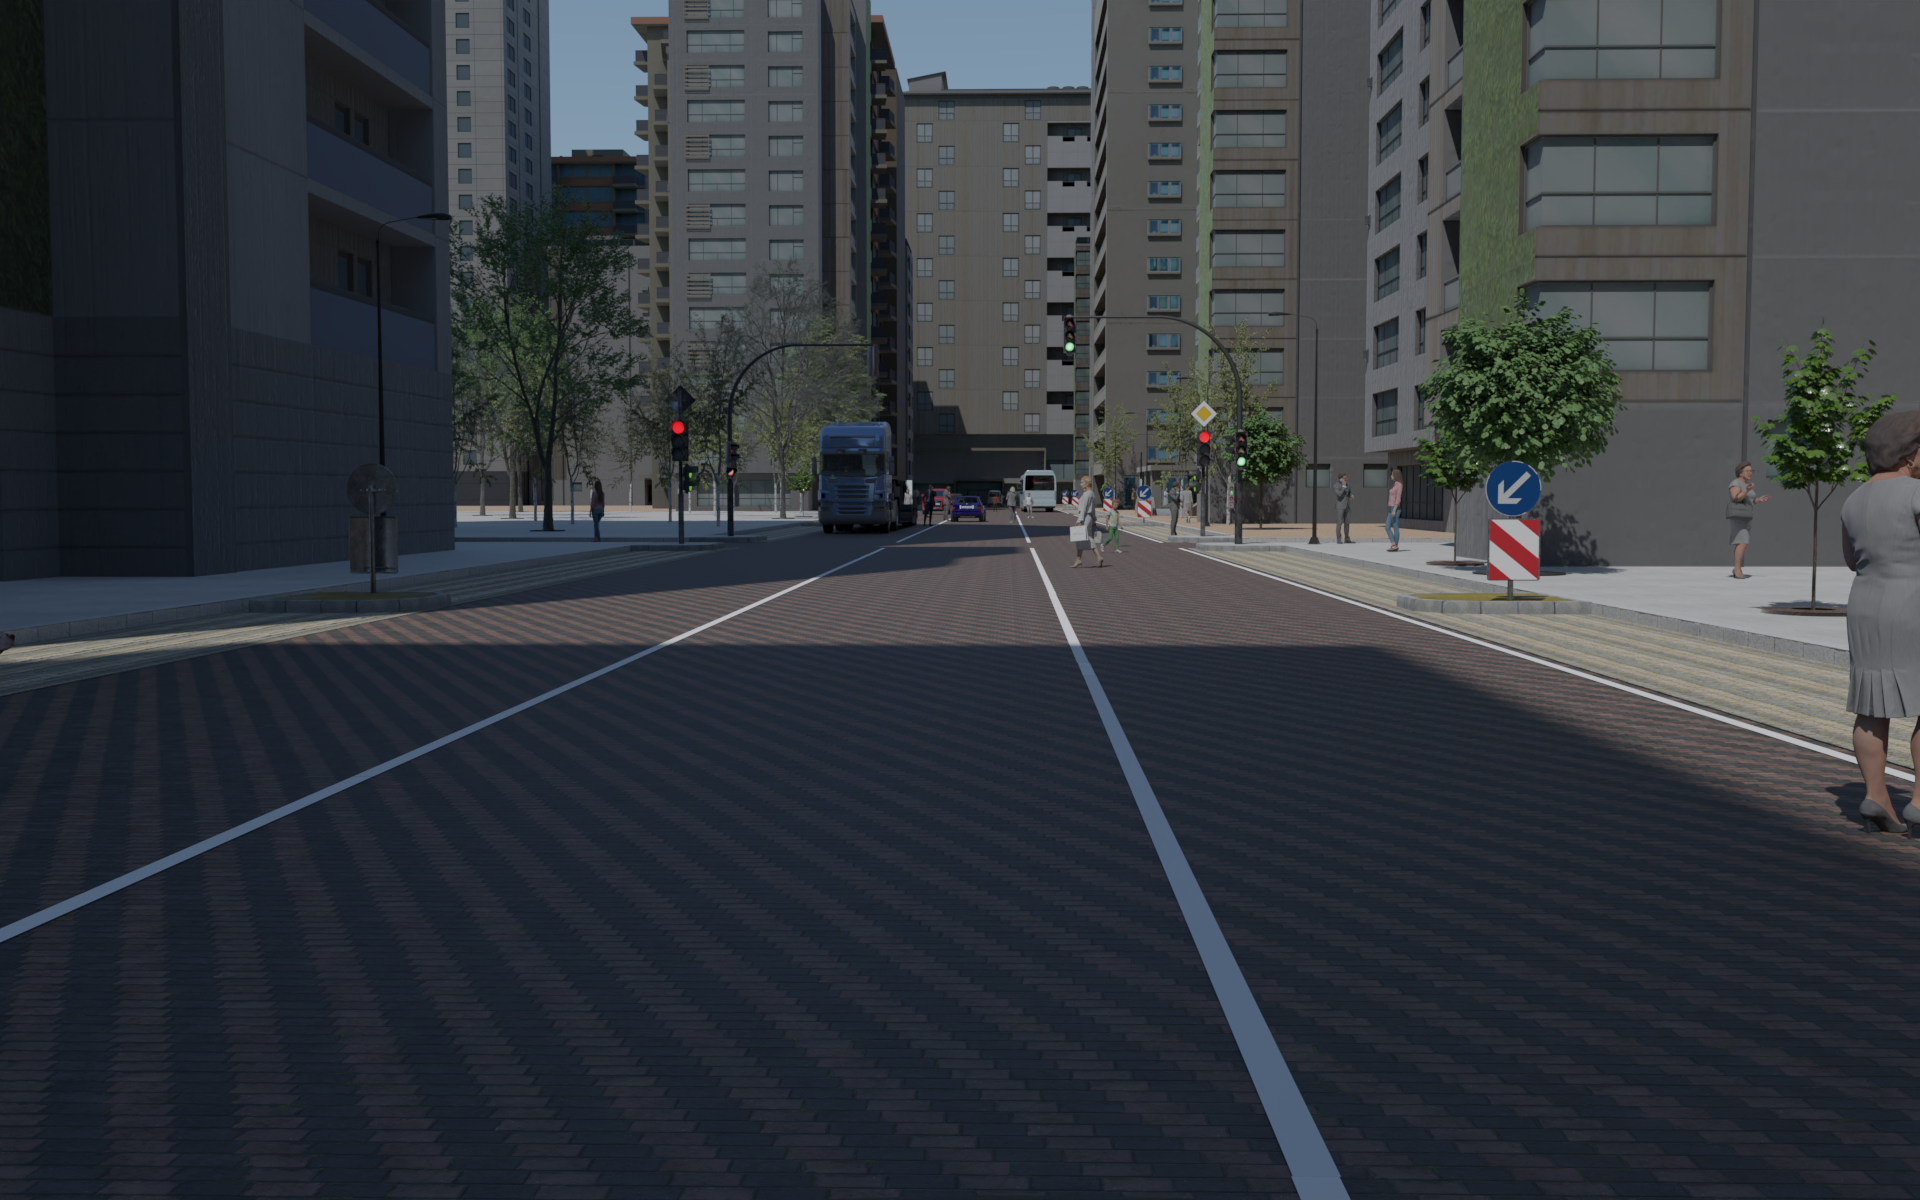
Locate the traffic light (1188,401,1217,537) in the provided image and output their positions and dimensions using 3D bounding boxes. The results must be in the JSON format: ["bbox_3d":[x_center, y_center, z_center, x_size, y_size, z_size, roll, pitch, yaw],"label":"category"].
[{"bbox_3d":[7.307,-3.867,52.149,0.839,4.253,0.868,0,4,2],"label":"traffic light"}]

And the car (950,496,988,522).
[{"bbox_3d":[0.451,-4.738,90.052,1.945,1.354,3.894,0,4,3],"label":"car"}]

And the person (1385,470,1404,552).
[{"bbox_3d":[9.642,-1.983,38.480,0.388,1.821,0.555,0,4,-6],"label":"person"}]

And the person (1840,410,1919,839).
[{"bbox_3d":[4.047,0.101,7.207,0.532,1.782,0.716,-1,4,-16],"label":"person"}]

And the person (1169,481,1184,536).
[{"bbox_3d":[7.178,-2.999,57.341,0.447,1.846,0.655,1,4,20],"label":"person"}]

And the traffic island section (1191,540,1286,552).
[{"bbox_3d":[7.129,-1.346,44.280,2.009,0.180,2.903,0,4,2],"label":"traffic island section"}]

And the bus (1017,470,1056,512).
[{"bbox_3d":[6.263,-8.937,140.983,2.948,3.499,13.247,0,4,1],"label":"bus"}]

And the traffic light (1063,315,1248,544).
[{"bbox_3d":[4.996,-4.246,44.083,4.771,5.953,1.251,0,4,2],"label":"traffic light"}]

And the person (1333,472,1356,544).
[{"bbox_3d":[9.956,-2.376,44.690,0.655,1.846,0.447,-2,4,-34],"label":"person"}]

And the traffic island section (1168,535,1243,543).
[{"bbox_3d":[7.347,-1.834,52.262,2.009,0.180,2.903,0,4,2],"label":"traffic island section"}]

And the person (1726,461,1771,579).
[{"bbox_3d":[11.882,-1.212,26.219,0.716,1.782,0.532,-3,5,-39],"label":"person"}]

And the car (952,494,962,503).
[{"bbox_3d":[-0.496,-8.821,153.018,1.959,1.807,4.718,0,4,1],"label":"car"}]

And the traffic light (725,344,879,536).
[{"bbox_3d":[-4.856,-4.760,52.500,4.771,5.953,1.251,0,4,2],"label":"traffic light"}]

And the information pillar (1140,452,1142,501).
[{"bbox_3d":[9.984,-6.368,95.474,0.183,3.616,0.504,0,4,8],"label":"information pillar"}]

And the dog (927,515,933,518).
[{"bbox_3d":[-1.921,-5.167,104.671,0.748,0.427,0.550,-2,4,-25],"label":"dog"}]

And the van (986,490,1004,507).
[{"bbox_3d":[3.973,-11.582,196.372,2.013,2.044,4.112,0,4,3],"label":"van"}]

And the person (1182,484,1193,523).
[{"bbox_3d":[10.098,-4.274,76.671,0.466,1.731,0.760,-1,4,-16],"label":"person"}]

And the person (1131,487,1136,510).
[{"bbox_3d":[13.657,-7.966,136.380,0.705,1.812,1.348,0,4,3],"label":"person"}]

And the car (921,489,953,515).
[{"bbox_3d":[-1.581,-6.992,123.000,2.281,1.827,5.304,0,4,2],"label":"car"}]

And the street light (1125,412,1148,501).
[{"bbox_3d":[10.013,-7.662,97.823,1.470,5.913,1.316,0,4,2],"label":"street light"}]

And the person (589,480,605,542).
[{"bbox_3d":[-10.371,-2.511,49.560,0.388,1.821,0.555,2,4,27],"label":"person"}]

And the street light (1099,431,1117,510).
[{"bbox_3d":[10.868,-9.461,127.227,1.470,5.913,1.316,0,4,2],"label":"street light"}]

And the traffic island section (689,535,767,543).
[{"bbox_3d":[-6.989,-1.858,52.657,2.009,0.180,2.903,0,4,2],"label":"traffic island section"}]

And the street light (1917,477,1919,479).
[{"bbox_3d":[7.678,-2.579,14.711,1.470,5.913,1.316,0,4,2],"label":"street light"}]

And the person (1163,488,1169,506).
[{"bbox_3d":[15.048,-7.298,125.939,0.524,1.755,0.480,2,4,34],"label":"person"}]

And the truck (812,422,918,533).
[{"bbox_3d":[-3.515,-4.927,70.322,2.967,4.110,18.799,0,4,2],"label":"truck"}]

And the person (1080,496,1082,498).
[{"bbox_3d":[7.428,-5.698,105.902,0.306,1.304,0.590,1,4,9],"label":"person"}]

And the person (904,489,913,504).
[{"bbox_3d":[-3.151,-5.819,104.386,0.466,1.731,0.760,-3,5,-40],"label":"person"}]

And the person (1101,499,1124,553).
[{"bbox_3d":[3.712,-1.807,42.298,0.590,1.304,0.306,3,4,38],"label":"person"}]

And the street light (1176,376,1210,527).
[{"bbox_3d":[9.225,-5.864,68.416,1.470,5.913,1.316,0,4,2],"label":"street light"}]

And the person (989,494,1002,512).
[{"bbox_3d":[2.868,-7.887,140.711,1.065,1.426,0.557,0,4,1],"label":"person"}]

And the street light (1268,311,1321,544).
[{"bbox_3d":[8.516,-4.378,44.115,1.470,5.913,1.316,0,4,2],"label":"street light"}]

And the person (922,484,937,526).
[{"bbox_3d":[-1.355,-4.279,77.818,0.648,1.900,0.474,-1,4,-12],"label":"person"}]

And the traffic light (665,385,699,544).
[{"bbox_3d":[-7.167,-3.402,44.539,0.839,4.253,0.868,0,4,2],"label":"traffic light"}]

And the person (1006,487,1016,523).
[{"bbox_3d":[2.561,-4.769,86.651,0.537,1.800,0.526,-1,4,-10],"label":"person"}]

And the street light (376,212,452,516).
[{"bbox_3d":[-9.075,-3.436,28.728,1.470,5.913,1.316,0,4,2],"label":"street light"}]

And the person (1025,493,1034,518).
[{"bbox_3d":[4.192,-5.670,103.805,0.503,1.515,0.523,-1,4,-17],"label":"person"}]

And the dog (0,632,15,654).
[{"bbox_3d":[-4.996,0.527,8.218,0.800,0.831,0.513,0,4,-5],"label":"dog"}]

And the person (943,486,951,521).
[{"bbox_3d":[-0.677,-5.203,93.376,0.447,1.846,0.655,-2,4,-24],"label":"person"}]

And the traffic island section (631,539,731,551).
[{"bbox_3d":[-7.207,-1.370,44.675,2.009,0.180,2.903,0,4,2],"label":"traffic island section"}]

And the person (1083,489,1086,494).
[{"bbox_3d":[7.723,-6.016,107.214,0.624,1.780,0.694,2,4,24],"label":"person"}]

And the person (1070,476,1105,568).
[{"bbox_3d":[2.472,-1.510,33.536,0.624,1.780,0.694,3,4,36],"label":"person"}]
